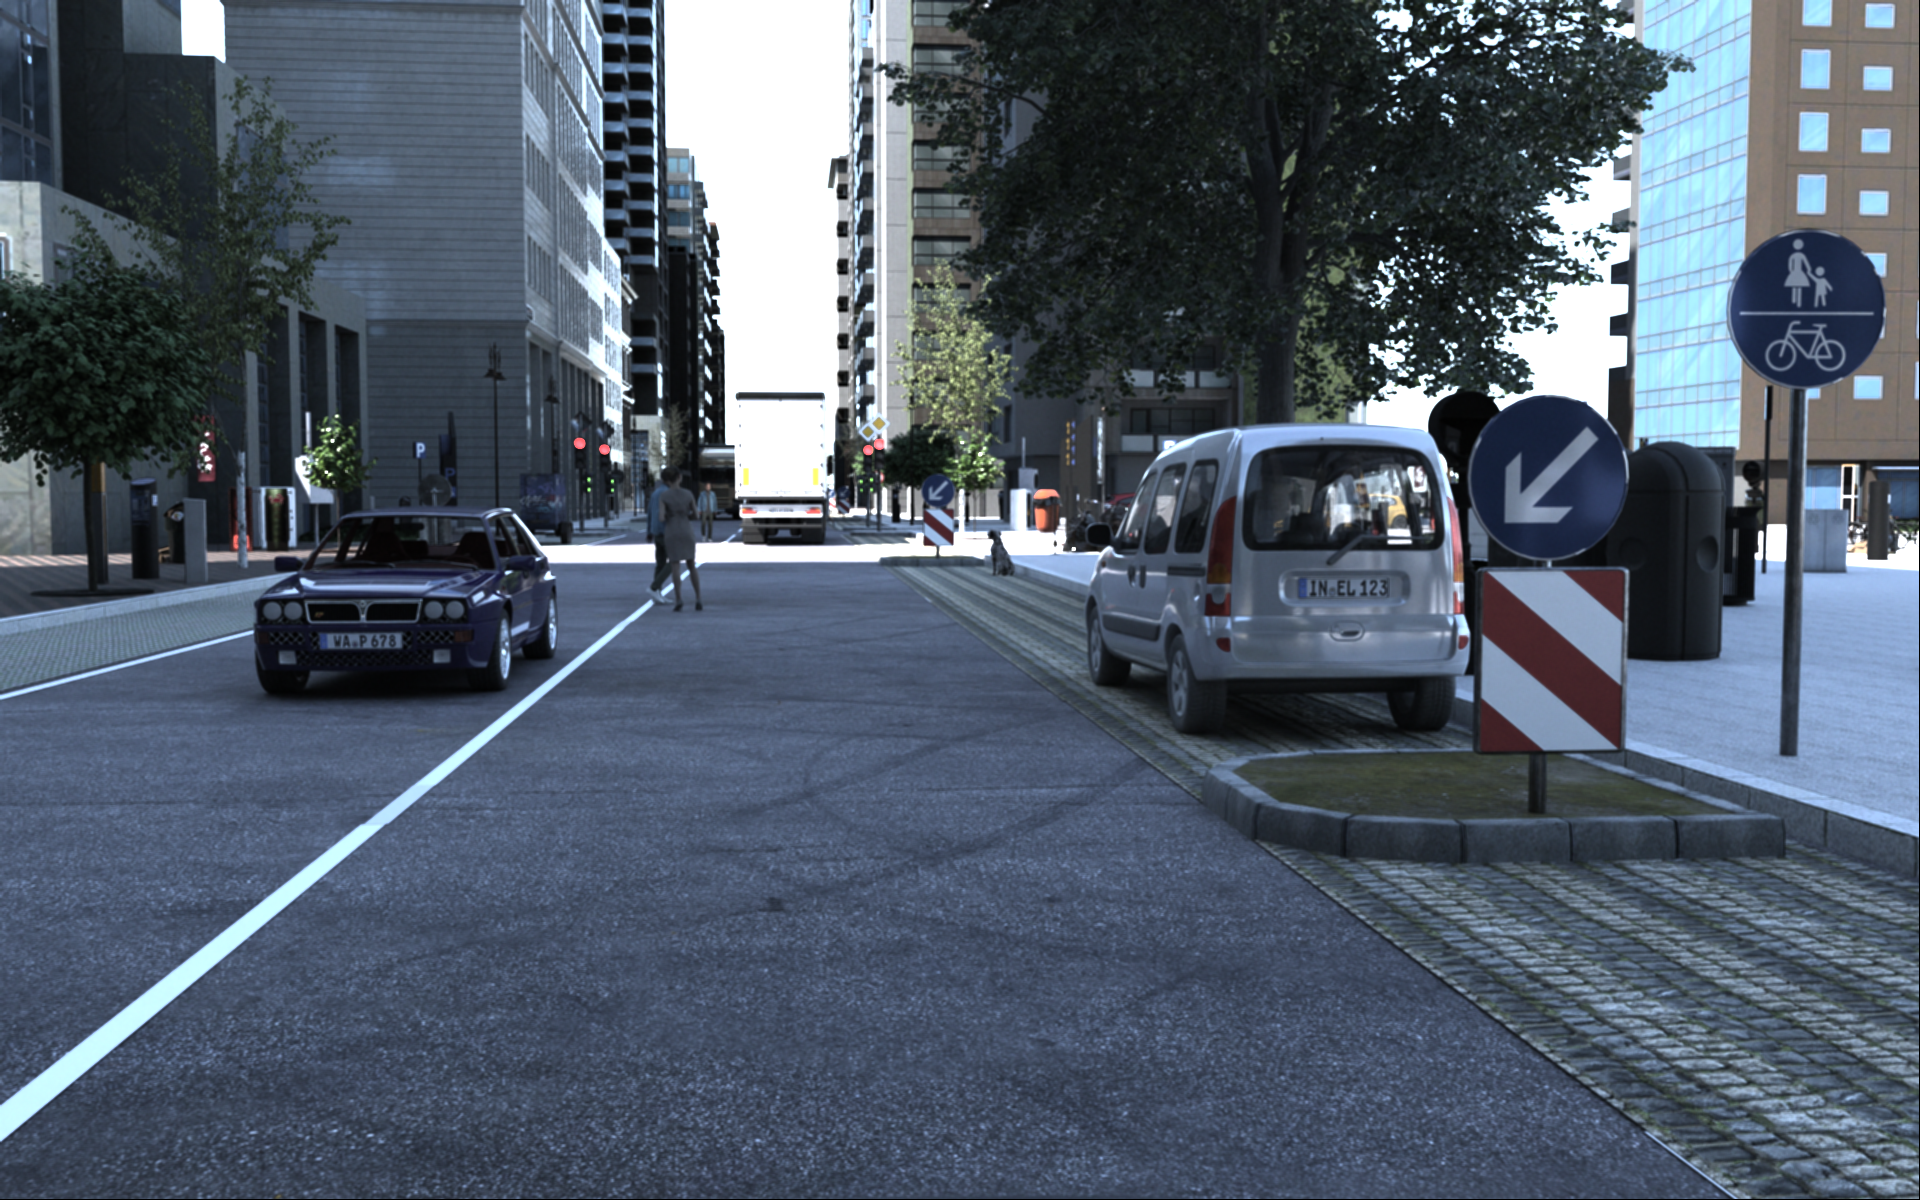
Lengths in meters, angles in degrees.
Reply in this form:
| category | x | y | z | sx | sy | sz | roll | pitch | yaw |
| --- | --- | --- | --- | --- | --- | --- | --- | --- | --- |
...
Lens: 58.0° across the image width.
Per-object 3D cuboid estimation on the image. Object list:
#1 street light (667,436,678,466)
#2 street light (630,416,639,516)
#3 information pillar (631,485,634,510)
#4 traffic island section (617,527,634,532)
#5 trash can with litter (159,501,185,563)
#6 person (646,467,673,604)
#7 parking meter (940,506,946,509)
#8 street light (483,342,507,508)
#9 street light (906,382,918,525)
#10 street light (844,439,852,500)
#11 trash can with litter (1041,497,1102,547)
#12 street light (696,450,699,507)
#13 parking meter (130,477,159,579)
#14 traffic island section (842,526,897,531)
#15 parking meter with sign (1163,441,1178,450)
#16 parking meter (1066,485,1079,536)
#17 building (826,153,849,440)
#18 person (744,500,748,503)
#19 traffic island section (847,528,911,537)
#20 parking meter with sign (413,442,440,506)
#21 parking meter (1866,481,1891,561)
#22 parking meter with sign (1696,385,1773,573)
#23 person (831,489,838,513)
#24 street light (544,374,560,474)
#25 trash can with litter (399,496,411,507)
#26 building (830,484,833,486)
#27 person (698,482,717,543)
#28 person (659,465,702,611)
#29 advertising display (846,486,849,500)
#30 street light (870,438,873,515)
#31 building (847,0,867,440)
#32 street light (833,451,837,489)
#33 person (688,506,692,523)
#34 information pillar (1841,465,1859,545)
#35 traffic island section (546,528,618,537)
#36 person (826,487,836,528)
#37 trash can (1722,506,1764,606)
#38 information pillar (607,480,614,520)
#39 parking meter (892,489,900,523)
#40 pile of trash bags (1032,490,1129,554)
| category | x | y | z | sx | sy | sz | roll | pitch | yaw |
| --- | --- | --- | --- | --- | --- | --- | --- | --- | --- |
| street light | -22.547 | -9.932 | 135.173 | 0.468 | 5.910 | 1.993 | 0 | 4 | -6 |
| street light | -18.949 | -7.836 | 100.901 | 0.468 | 5.910 | 1.993 | 0 | 4 | -6 |
| information pillar | -26.372 | -8.234 | 139.119 | 0.304 | 2.012 | 0.304 | -1 | 4 | -15 |
| traffic island section | -13.595 | -2.702 | 66.461 | 2.009 | 0.180 | 2.903 | 0 | 4 | -6 |
| trash can with litter | -14.642 | -1.269 | 32.136 | 1.055 | 1.170 | 0.624 | 2 | 4 | 26 |
| person | -3.887 | -0.837 | 22.532 | 0.444 | 1.785 | 0.601 | -1 | 4 | -22 |
| parking meter | -0.744 | -3.971 | 73.331 | 0.372 | 1.533 | 0.369 | 0 | 3 | 0 |
| street light | -14.146 | -4.896 | 52.837 | 0.468 | 5.910 | 1.993 | 0 | 4 | -6 |
| street light | -1.995 | -6.030 | 71.382 | 0.468 | 5.910 | 1.993 | 0 | 4 | -6 |
| street light | -9.781 | -10.755 | 148.629 | 0.468 | 5.910 | 1.993 | 0 | 4 | -6 |
| trash can with litter | 2.877 | -1.934 | 42.682 | 2.233 | 1.210 | 1.678 | -2 | 4 | -27 |
| street light | -26.803 | -12.501 | 177.184 | 0.468 | 5.910 | 1.993 | 0 | 4 | -6 |
| parking meter | -12.370 | -1.092 | 26.271 | 0.372 | 1.533 | 0.369 | 0 | 3 | 0 |
| traffic island section | -3.553 | -2.764 | 67.464 | 2.009 | 0.180 | 2.903 | 0 | 4 | -6 |
| parking meter with sign | 7.412 | -3.725 | 57.166 | 0.543 | 3.016 | 1.738 | 3 | 5 | 41 |
| parking meter | 3.191 | -2.498 | 49.252 | 0.372 | 1.533 | 0.369 | 0 | 3 | 0 |
| building | -5.558 | -41.296 | 264.421 | 28.713 | 52.752 | 27.495 | 0 | 4 | -6 |
| person | -17.488 | -8.090 | 140.867 | 0.778 | 1.811 | 0.616 | -3 | 4 | -37 |
| traffic island section | -2.752 | -2.278 | 59.519 | 2.009 | 0.180 | 2.903 | 0 | 4 | -6 |
| parking meter with sign | -17.350 | -3.765 | 57.825 | 1.738 | 3.016 | 0.543 | 1 | 4 | 22 |
| parking meter | 17.715 | -1.528 | 33.398 | 0.372 | 1.533 | 0.369 | 0 | 3 | 0 |
| parking meter with sign | 12.245 | -1.956 | 28.248 | 1.738 | 3.016 | 0.543 | 1 | 4 | 23 |
| person | -8.867 | -6.949 | 122.391 | 0.850 | 1.792 | 0.678 | -1 | 4 | -10 |
| street light | -15.650 | -5.738 | 66.599 | 0.468 | 5.910 | 1.993 | 0 | 4 | -6 |
| trash can with litter | -17.333 | -2.573 | 53.123 | 1.678 | 1.210 | 2.233 | 1 | 4 | 15 |
| building | -7.096 | -36.611 | 290.475 | 32.217 | 40.220 | 23.993 | 0 | 4 | -6 |
| person | -7.474 | -2.592 | 51.229 | 0.601 | 1.785 | 0.444 | -1 | 4 | -16 |
| person | -3.430 | -0.757 | 21.217 | 0.599 | 1.781 | 0.374 | -2 | 4 | -27 |
| advertising display | -8.965 | -8.133 | 138.184 | 0.123 | 1.923 | 0.974 | -1 | 4 | -14 |
| street light | -5.428 | -8.142 | 105.913 | 0.468 | 5.910 | 1.993 | 0 | 4 | -6 |
| building | -7.066 | -48.995 | 239.318 | 20.563 | 71.187 | 20.611 | 0 | 4 | -6 |
| street light | -13.283 | -12.905 | 183.777 | 0.468 | 5.910 | 1.993 | 0 | 4 | -6 |
| person | -13.258 | -4.519 | 84.987 | 0.503 | 1.515 | 0.523 | 2 | 4 | 35 |
| information pillar | 22.326 | -2.384 | 43.470 | 0.304 | 2.012 | 0.304 | -3 | 5 | -41 |
| traffic island section | -12.794 | -2.216 | 58.516 | 2.009 | 0.180 | 2.903 | 0 | 4 | -6 |
| person | -5.436 | -3.770 | 70.893 | 0.466 | 1.731 | 0.760 | 3 | 5 | 43 |
| trash can | 8.866 | -0.512 | 20.025 | 0.748 | 1.137 | 0.748 | 0 | 3 | 0 |
| information pillar | -17.209 | -4.931 | 85.111 | 0.304 | 2.012 | 0.304 | 3 | 4 | 37 |
| parking meter | -2.861 | -4.232 | 77.598 | 0.372 | 1.533 | 0.369 | 0 | 3 | 0 |
| pile of trash bags | 2.975 | -1.723 | 37.931 | 3.447 | 1.369 | 1.912 | -3 | 4 | -39 |
